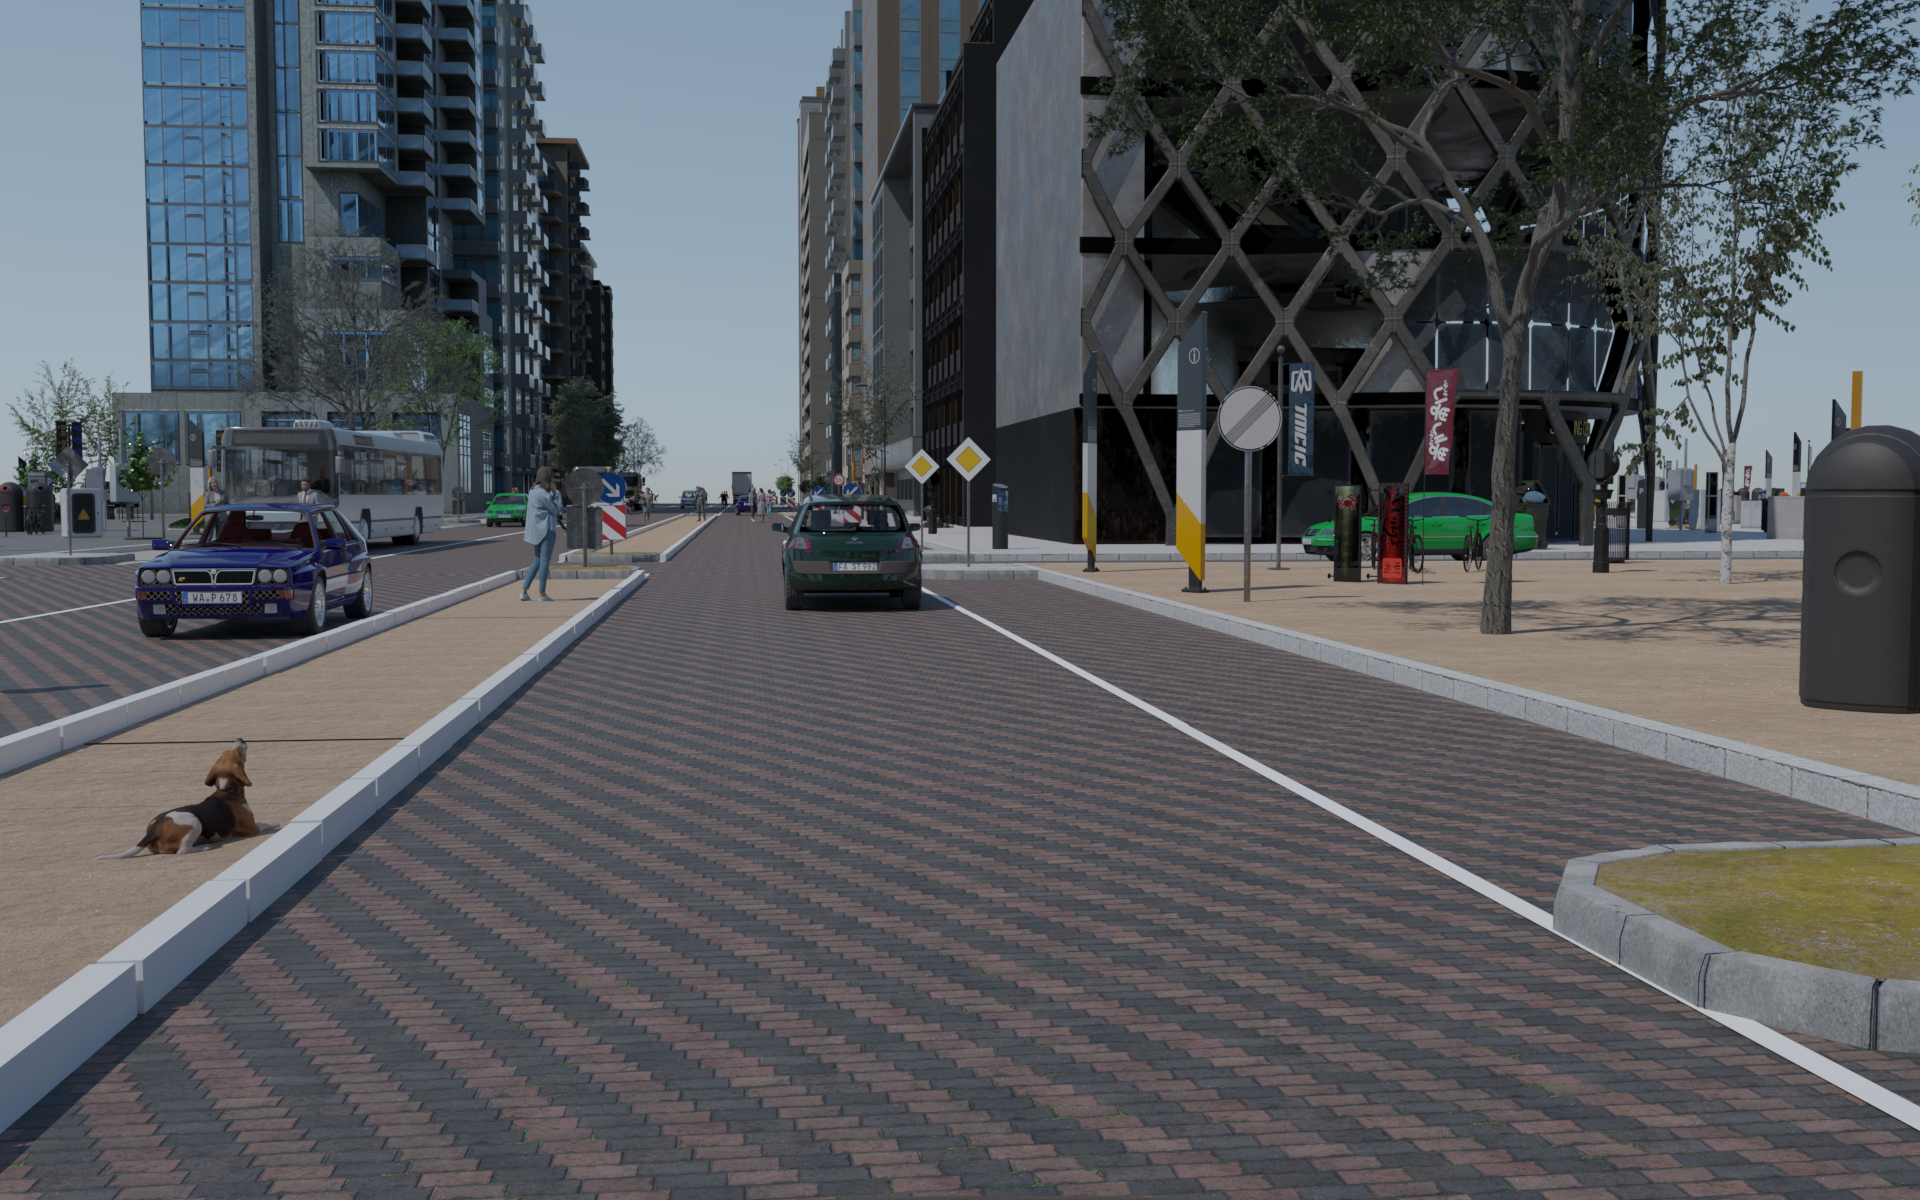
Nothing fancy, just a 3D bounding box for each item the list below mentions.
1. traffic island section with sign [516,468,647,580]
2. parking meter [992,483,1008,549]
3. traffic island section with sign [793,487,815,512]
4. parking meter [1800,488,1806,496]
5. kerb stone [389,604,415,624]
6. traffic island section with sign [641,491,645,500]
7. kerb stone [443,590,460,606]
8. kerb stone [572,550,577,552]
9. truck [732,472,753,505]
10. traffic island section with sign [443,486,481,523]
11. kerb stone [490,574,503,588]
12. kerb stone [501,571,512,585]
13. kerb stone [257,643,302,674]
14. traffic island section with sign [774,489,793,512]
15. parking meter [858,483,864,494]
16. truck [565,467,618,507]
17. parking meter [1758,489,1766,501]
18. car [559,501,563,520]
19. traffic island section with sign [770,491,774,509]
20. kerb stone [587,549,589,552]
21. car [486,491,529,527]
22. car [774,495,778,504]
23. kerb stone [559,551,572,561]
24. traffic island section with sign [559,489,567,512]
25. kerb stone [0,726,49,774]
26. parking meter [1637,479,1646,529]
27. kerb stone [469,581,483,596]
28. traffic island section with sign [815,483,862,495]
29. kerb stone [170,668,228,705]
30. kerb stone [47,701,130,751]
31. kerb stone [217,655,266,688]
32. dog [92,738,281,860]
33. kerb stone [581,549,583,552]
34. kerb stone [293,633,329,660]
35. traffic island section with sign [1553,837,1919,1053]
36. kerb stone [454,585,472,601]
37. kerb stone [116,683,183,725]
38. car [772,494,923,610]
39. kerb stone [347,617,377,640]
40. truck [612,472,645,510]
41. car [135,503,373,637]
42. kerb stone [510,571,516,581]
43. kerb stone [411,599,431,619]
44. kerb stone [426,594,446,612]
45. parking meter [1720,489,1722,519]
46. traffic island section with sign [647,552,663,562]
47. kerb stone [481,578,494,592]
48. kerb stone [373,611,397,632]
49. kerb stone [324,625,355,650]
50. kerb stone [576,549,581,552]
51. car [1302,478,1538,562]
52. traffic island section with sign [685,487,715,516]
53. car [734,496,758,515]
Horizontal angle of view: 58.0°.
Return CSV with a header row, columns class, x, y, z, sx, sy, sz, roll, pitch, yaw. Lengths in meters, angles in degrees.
class,x,y,z,sx,sy,sz,roll,pitch,yaw
traffic island section with sign,-6.524,-1.326,29.821,2.006,1.907,1.989,0,4,-7
parking meter,0.937,-1.950,40.296,0.372,1.533,0.369,0,3,0
traffic island section with sign,-7.328,-4.840,87.769,1.989,1.847,2.006,0,4,-7
parking meter,32.960,-3.639,67.915,0.372,1.533,0.369,0,3,0
kerb stone,-6.244,0.180,19.249,0.120,0.150,1.000,0,4,-7
traffic island section with sign,-44.500,-14.372,243.604,1.989,1.847,2.006,0,4,-7
kerb stone,-6.621,0.000,22.303,0.120,0.150,1.000,0,4,-7
kerb stone,-8.586,-0.969,38.094,0.120,0.150,1.000,0,4,-7
truck,-27.961,-14.280,222.385,2.839,4.237,11.283,0,4,-7
traffic island section with sign,-24.766,-4.704,85.535,1.989,1.847,2.006,0,4,-7
kerb stone,-7.132,-0.256,26.382,0.120,0.150,1.000,0,4,-7
kerb stone,-7.259,-0.318,27.396,0.120,0.150,1.000,0,4,-7
kerb stone,-5.595,0.491,14.160,0.120,0.150,1.000,0,4,-7
traffic island section with sign,-13.450,-7.837,136.766,1.989,1.847,2.006,0,4,-7
parking meter,-5.006,-4.943,86.535,0.399,1.863,0.255,0,4,5
truck,-26.226,-7.866,124.539,3.469,3.379,9.791,0,4,-7
parking meter,41.194,-4.926,88.954,0.372,1.533,0.369,0,3,0
car,-23.017,-5.292,96.122,1.945,1.707,3.694,-1,4,-8
traffic island section with sign,-16.889,-9.523,164.332,1.989,1.847,2.006,0,4,-7
kerb stone,-8.984,-1.156,41.158,0.120,0.150,1.000,0,4,-7
car,-19.847,-4.147,76.604,1.959,1.807,4.718,0,4,-7
car,-25.870,-13.949,237.652,1.945,1.707,3.694,0,4,-8
kerb stone,-8.467,-0.910,37.078,0.120,0.150,1.000,0,4,-7
traffic island section with sign,-30.927,-7.726,134.948,1.989,1.847,2.006,0,4,-7
kerb stone,-4.973,0.803,9.074,0.120,0.150,1.000,0,4,-7
parking meter,25.178,-3.556,63.844,0.255,1.863,0.399,-2,4,-32
kerb stone,-6.880,-0.130,24.341,0.120,0.150,1.000,0,4,-7
traffic island section with sign,-3.919,-3.171,60.466,1.989,1.847,2.006,0,4,-7
kerb stone,-5.354,0.616,12.123,0.120,0.150,1.000,0,4,-7
kerb stone,-5.093,0.740,10.092,0.120,0.150,1.000,0,4,-7
kerb stone,-5.485,0.558,13.137,0.120,0.150,1.000,0,4,-7
dog,-3.160,0.802,7.077,0.748,0.427,0.550,-2,4,-27
kerb stone,-8.843,-1.094,40.137,0.120,0.150,1.000,0,4,-7
kerb stone,-5.734,0.430,15.175,0.120,0.150,1.000,0,4,-7
traffic island section with sign,2.983,0.202,5.325,1.989,1.847,2.006,0,4,-7
kerb stone,-6.747,-0.069,23.320,0.120,0.150,1.000,0,4,-7
kerb stone,-5.225,0.678,11.106,0.120,0.150,1.000,0,4,-7
car,-1.475,-0.799,22.844,2.009,1.686,4.222,0,4,-6
kerb stone,-5.990,0.305,17.204,0.120,0.150,1.000,0,4,-7
truck,-29.639,-9.664,153.922,3.469,3.379,9.791,-1,4,-9
car,-7.541,-0.376,18.730,1.945,1.354,3.894,0,4,-8
kerb stone,-7.386,-0.380,28.415,0.120,0.150,1.000,0,4,-7
kerb stone,-6.366,0.118,20.264,0.120,0.150,1.000,0,4,-7
kerb stone,-6.494,0.056,21.288,0.120,0.150,1.000,0,4,-7
parking meter,38.393,-4.827,87.336,0.372,1.533,0.369,0,3,0
traffic island section with sign,-7.433,-1.776,37.173,2.006,1.907,1.989,0,4,-7
kerb stone,-7.003,-0.189,25.368,0.120,0.150,1.000,0,4,-7
kerb stone,-6.116,0.247,18.229,0.120,0.150,1.000,0,4,-7
kerb stone,-5.859,0.370,16.190,0.120,0.150,1.000,0,4,-7
kerb stone,-8.721,-1.035,39.117,0.120,0.150,1.000,0,4,-7
car,9.380,-1.634,35.513,4.718,1.807,1.959,0,4,-7
traffic island section with sign,-16.755,-6.336,111.733,2.006,1.907,1.989,0,4,-7
car,-14.323,-6.404,117.280,1.945,1.354,3.894,-1,4,-9
